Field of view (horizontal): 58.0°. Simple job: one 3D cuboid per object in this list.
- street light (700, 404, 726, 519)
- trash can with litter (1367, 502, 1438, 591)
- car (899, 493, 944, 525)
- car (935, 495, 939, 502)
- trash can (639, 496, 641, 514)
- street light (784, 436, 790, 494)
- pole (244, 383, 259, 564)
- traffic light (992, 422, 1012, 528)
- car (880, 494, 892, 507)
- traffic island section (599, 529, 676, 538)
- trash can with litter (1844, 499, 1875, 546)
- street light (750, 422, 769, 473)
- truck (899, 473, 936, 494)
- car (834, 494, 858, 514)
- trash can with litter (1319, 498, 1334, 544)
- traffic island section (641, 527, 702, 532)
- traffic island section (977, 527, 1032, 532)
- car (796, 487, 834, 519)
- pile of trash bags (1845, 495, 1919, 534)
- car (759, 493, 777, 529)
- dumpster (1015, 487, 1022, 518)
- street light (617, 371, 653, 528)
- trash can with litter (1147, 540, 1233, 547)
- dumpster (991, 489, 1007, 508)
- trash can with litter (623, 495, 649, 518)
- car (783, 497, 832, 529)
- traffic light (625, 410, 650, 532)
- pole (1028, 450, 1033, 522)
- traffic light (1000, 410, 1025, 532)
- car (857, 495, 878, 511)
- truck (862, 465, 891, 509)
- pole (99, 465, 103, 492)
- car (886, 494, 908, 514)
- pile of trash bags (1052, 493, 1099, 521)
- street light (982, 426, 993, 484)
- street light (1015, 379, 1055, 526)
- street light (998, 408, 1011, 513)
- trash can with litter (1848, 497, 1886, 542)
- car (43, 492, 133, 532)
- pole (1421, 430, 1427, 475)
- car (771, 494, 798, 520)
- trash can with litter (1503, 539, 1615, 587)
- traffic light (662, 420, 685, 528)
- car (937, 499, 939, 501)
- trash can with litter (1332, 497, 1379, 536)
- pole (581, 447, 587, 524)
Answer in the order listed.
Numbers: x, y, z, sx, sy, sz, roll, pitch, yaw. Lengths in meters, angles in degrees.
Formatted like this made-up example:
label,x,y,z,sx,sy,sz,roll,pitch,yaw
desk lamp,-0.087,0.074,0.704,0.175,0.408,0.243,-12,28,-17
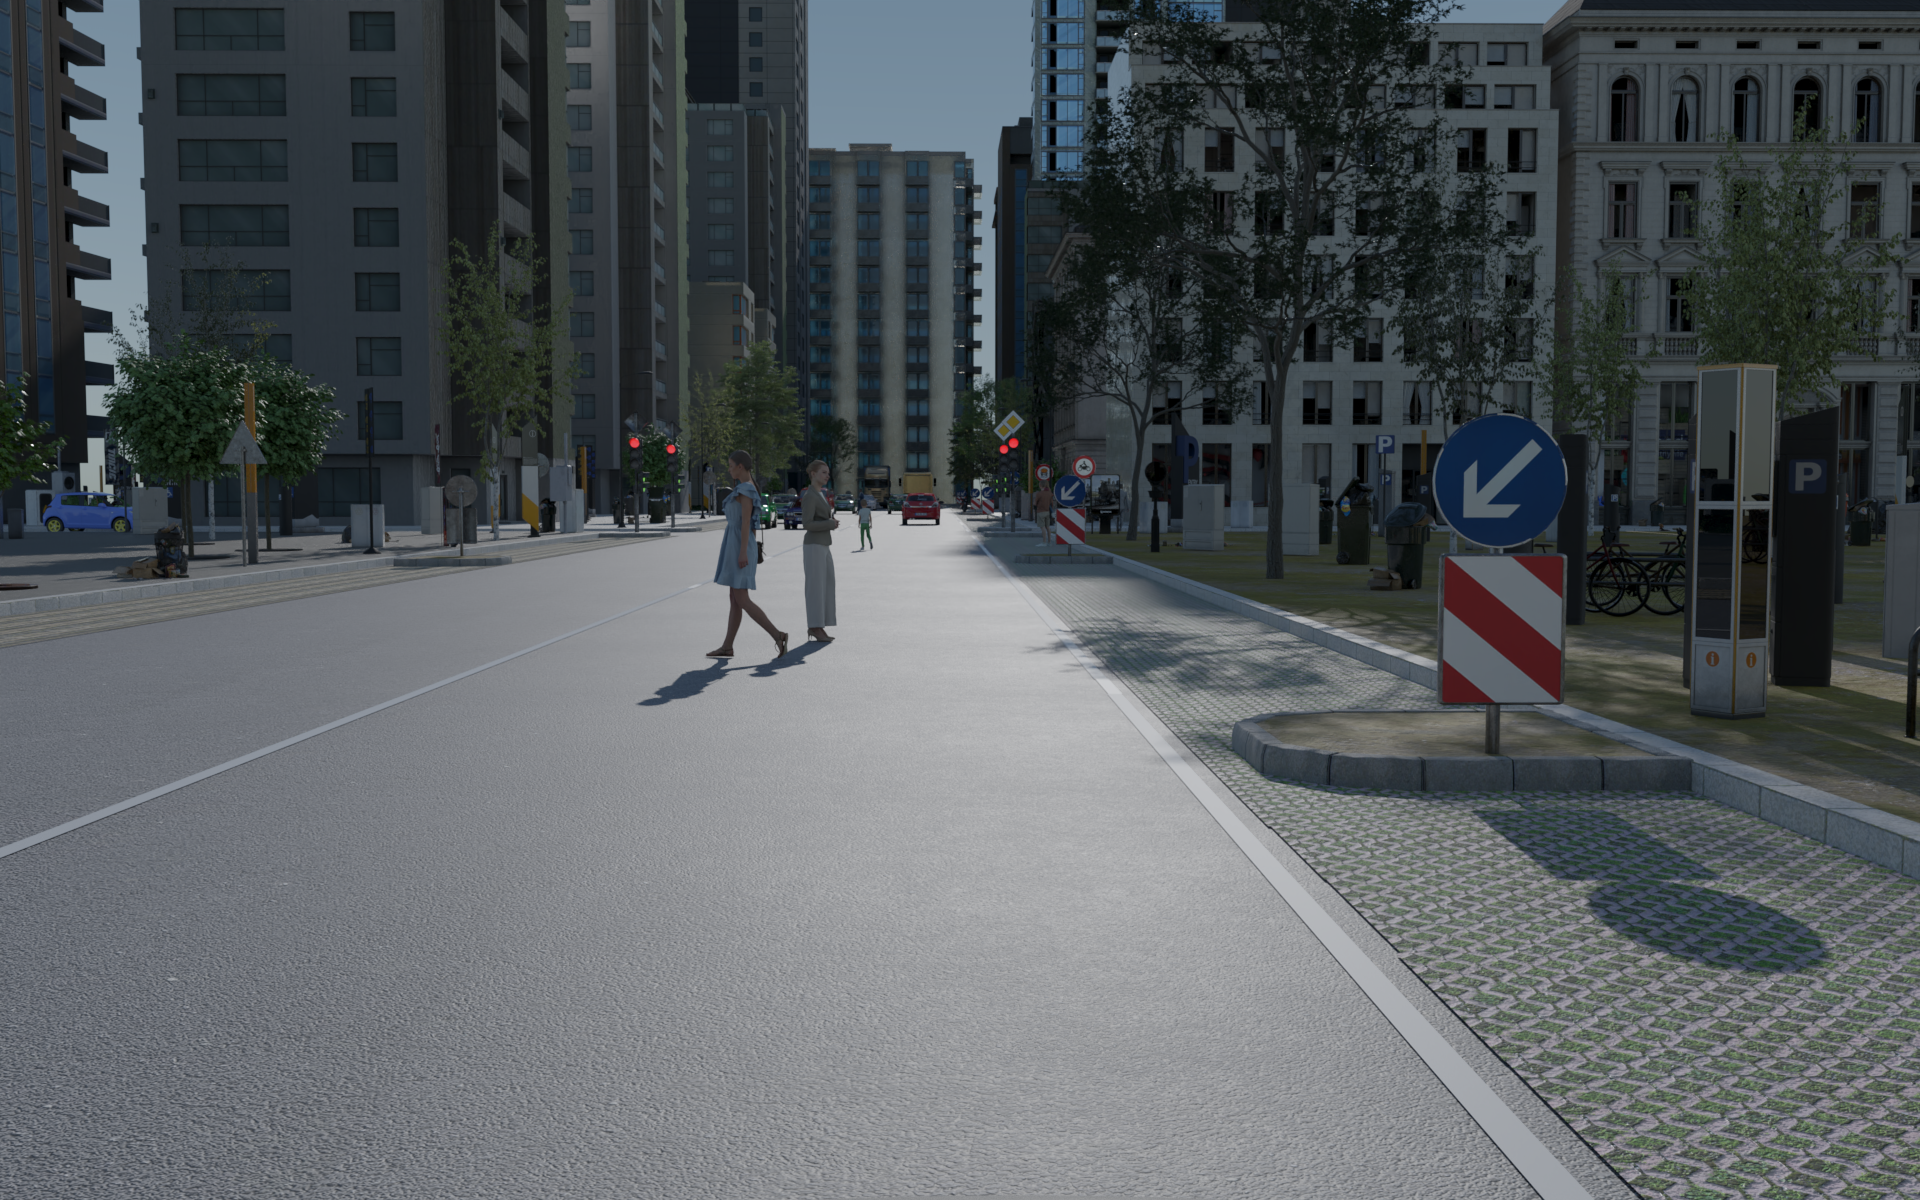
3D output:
label,x,y,z,sx,sy,sz,roll,pitch,yaw
street light,-12.717,-7.127,89.062,1.470,5.913,1.316,0,4,-1
trash can with litter,5.927,-0.726,23.264,0.624,1.170,1.055,3,4,39
car,-1.827,-4.440,81.638,2.155,1.783,4.494,0,4,-1
car,-3.335,-10.986,191.980,2.083,1.381,4.827,0,4,1
trash can,-19.759,-5.733,105.384,0.748,1.137,0.748,0,3,0
street light,-13.247,-10.000,136.037,1.470,5.913,1.316,0,4,-1
pole,-13.057,-2.328,31.908,0.158,3.312,0.155,0,3,0
traffic light,1.646,-4.719,66.071,0.839,4.253,0.868,0,4,-1
car,-8.314,-11.573,198.810,1.945,1.707,3.694,0,4,1
traffic island section,-10.837,-2.186,58.021,2.009,0.180,2.903,0,4,-1
trash can with litter,21.968,-1.916,42.716,0.624,1.170,1.055,-2,4,-32
street light,-13.051,-8.548,112.306,1.470,5.913,1.316,0,4,-1
truck,-3.790,-9.746,155.263,3.469,3.379,9.791,0,4,-2
car,-8.369,-6.922,124.968,2.131,1.459,4.920,0,4,-1
trash can with litter,9.202,-2.022,44.444,0.624,1.170,1.055,0,4,-6
traffic island section,-10.954,-2.674,66.006,2.009,0.180,2.903,0,4,-1
traffic island section,1.686,-2.685,66.185,2.009,0.180,2.903,0,4,-1
car,-8.318,-5.536,99.190,2.281,1.827,5.304,0,4,-1
pile of trash bags,29.337,-2.804,55.598,3.447,1.369,1.912,-1,4,-18
car,-8.601,-3.860,71.910,1.959,1.807,4.718,0,4,-2
dumpster,3.488,-5.248,91.555,1.264,1.857,1.865,0,4,-1
street light,-12.331,-5.700,65.742,1.470,5.913,1.316,0,4,-1
trash can with litter,5.697,-1.932,42.644,2.233,1.210,1.678,0,4,1
dumpster,2.919,-7.567,129.478,1.264,1.857,1.865,0,4,-1
trash can with litter,-17.186,-4.926,91.595,2.233,1.210,1.678,0,4,3
car,-6.263,-3.605,71.524,1.945,1.354,3.894,0,4,1
traffic light,-10.797,-4.218,57.887,0.839,4.253,0.868,0,4,-1
pole,3.306,-5.327,80.944,0.158,3.312,0.155,0,3,0
traffic light,1.763,-4.230,58.087,0.839,4.253,0.868,0,4,-1
car,-8.259,-8.537,151.944,2.083,1.381,4.827,0,4,-1
truck,-8.177,-11.160,171.384,2.839,4.237,11.283,0,4,-2
pole,-60.855,-7.886,122.772,0.158,3.312,0.155,0,3,0
car,-4.278,-6.892,124.475,2.131,1.459,4.920,0,4,-1
pile of trash bags,5.540,-4.388,81.494,3.447,1.369,1.912,0,4,2
street light,2.389,-8.873,117.613,1.470,5.913,1.316,0,4,-1
street light,3.107,-5.950,69.828,1.470,5.913,1.316,0,4,-1
street light,2.729,-7.385,93.282,1.470,5.913,1.316,0,4,-1
trash can with litter,24.609,-2.229,47.507,1.678,1.210,2.233,-2,4,-30
car,-30.928,-3.228,62.365,3.694,1.707,1.945,0,4,0
pole,14.746,-3.749,55.136,0.158,3.312,0.155,0,3,0
car,-8.679,-4.514,85.596,2.131,1.459,4.920,0,4,-1
trash can with litter,8.067,-0.785,23.898,2.233,1.210,1.678,0,4,4
traffic light,-10.914,-4.706,65.872,0.839,4.253,0.868,0,4,-1
car,-2.619,-7.629,136.731,2.014,1.417,4.499,0,4,-1
trash can with litter,12.777,-2.639,54.203,2.233,1.210,1.678,1,4,10
pole,-16.186,-4.940,74.607,0.158,3.312,0.155,0,3,0
